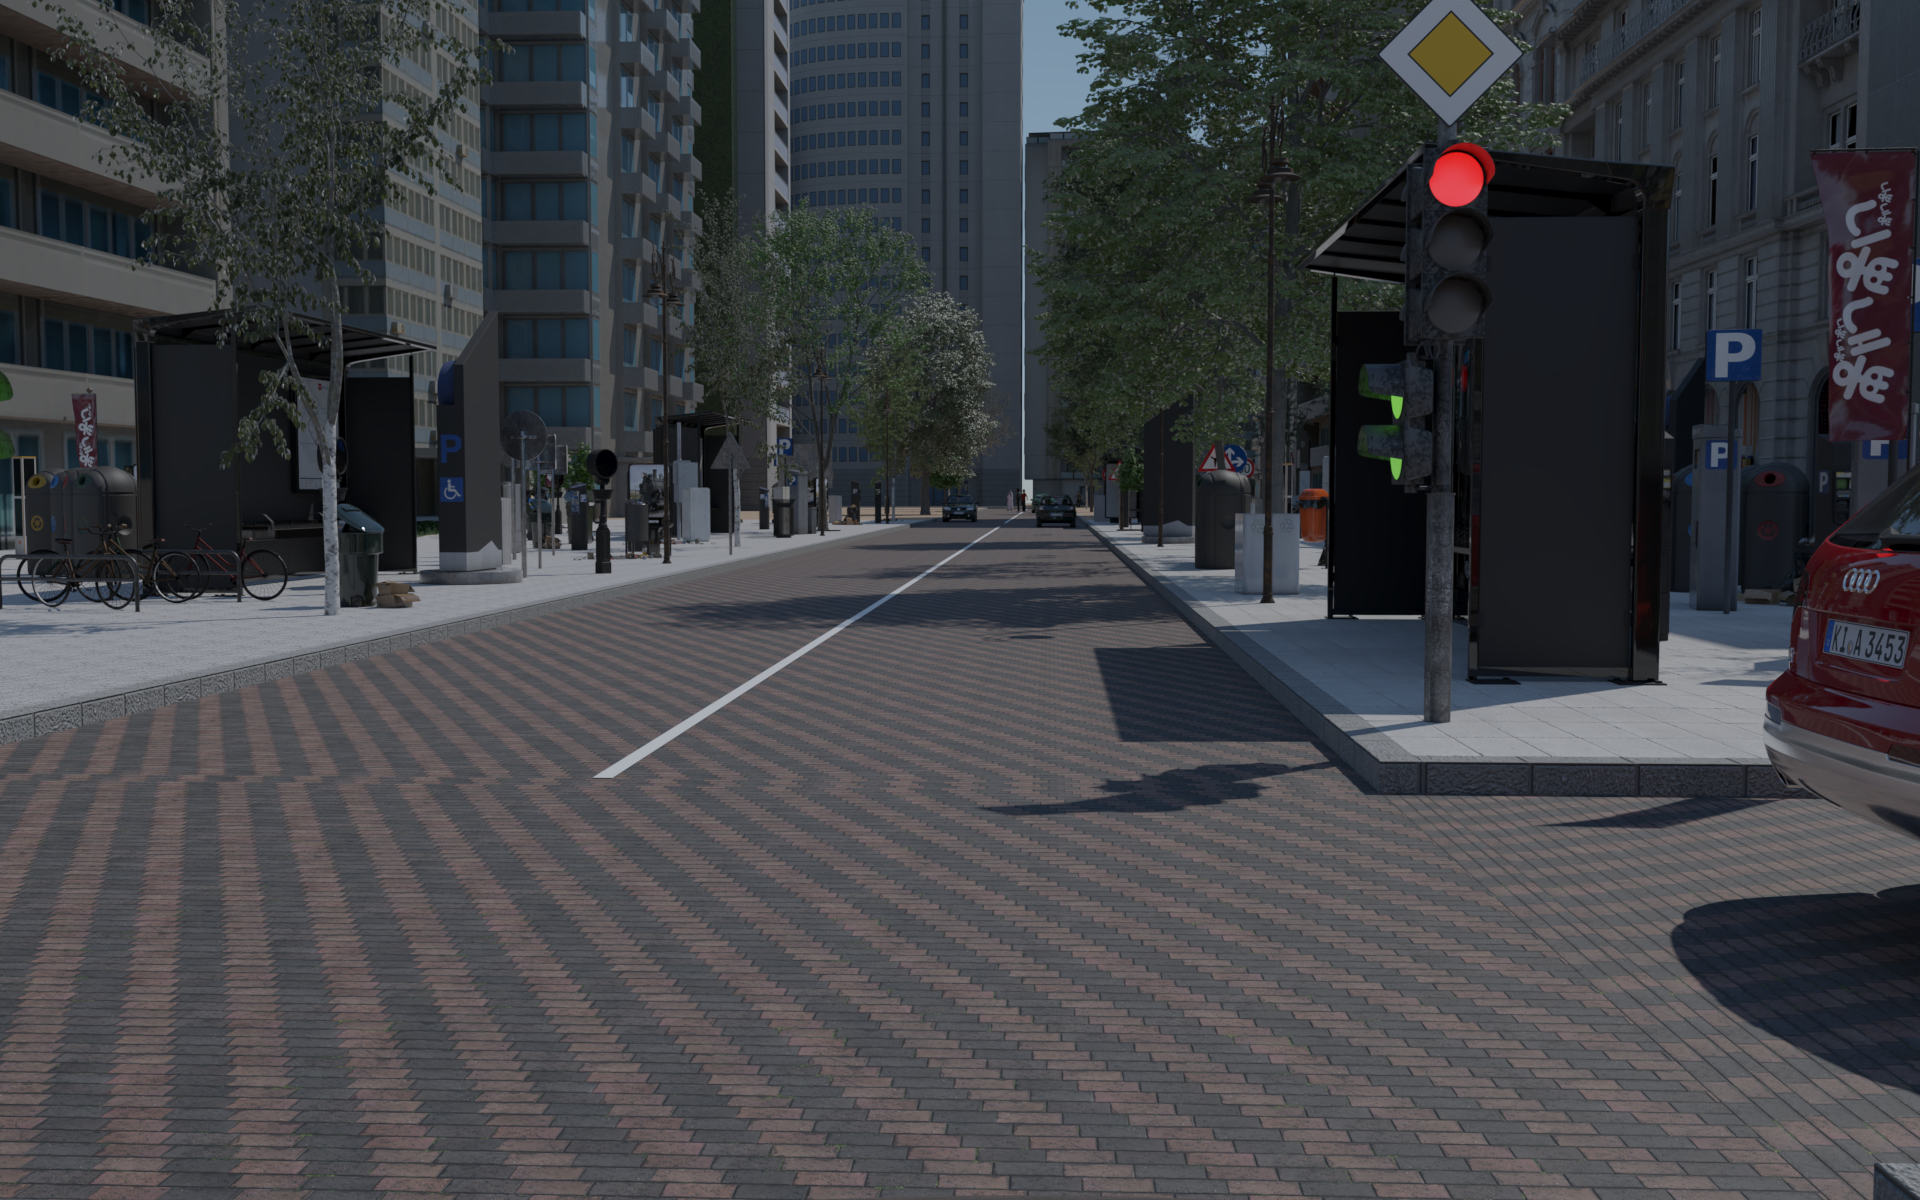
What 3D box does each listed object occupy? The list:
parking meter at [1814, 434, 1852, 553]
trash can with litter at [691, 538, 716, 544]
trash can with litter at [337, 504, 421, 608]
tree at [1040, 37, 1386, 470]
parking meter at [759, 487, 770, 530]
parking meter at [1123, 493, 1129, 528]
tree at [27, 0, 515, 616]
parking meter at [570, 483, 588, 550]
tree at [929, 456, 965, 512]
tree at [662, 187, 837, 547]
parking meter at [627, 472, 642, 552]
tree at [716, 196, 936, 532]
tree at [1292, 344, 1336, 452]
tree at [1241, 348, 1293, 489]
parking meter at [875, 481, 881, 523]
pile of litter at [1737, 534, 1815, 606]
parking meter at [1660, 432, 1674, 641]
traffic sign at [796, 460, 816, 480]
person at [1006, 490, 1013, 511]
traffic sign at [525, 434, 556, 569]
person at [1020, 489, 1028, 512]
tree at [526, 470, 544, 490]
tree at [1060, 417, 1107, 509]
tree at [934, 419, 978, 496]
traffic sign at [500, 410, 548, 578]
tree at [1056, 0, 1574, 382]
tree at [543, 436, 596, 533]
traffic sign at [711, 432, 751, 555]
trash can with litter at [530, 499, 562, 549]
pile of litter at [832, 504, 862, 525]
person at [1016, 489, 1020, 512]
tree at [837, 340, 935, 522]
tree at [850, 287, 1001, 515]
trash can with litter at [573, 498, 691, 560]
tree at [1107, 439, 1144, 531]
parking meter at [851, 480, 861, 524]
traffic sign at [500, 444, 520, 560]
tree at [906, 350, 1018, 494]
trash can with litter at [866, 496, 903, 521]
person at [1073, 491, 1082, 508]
[{"bbox_3d":[8.466,-0.674,16.736,0.255,1.863,0.399,0,4,1],"label":"parking meter"},{"bbox_3d":[-7.397,-2.038,44.381,2.233,1.210,1.678,0,4,4],"label":"trash can with litter"},{"bbox_3d":[-6.655,-0.511,19.744,1.055,1.170,0.624,1,4,18],"label":"trash can with litter"},{"bbox_3d":[5.151,-6.180,35.462,7.601,10.594,8.767,1,4,14],"label":"tree"},{"bbox_3d":[-7.079,-3.316,62.633,0.372,1.533,0.369,0,3,0],"label":"parking meter"},{"bbox_3d":[6.349,-3.715,66.449,0.255,1.863,0.399,1,4,9],"label":"parking meter"},{"bbox_3d":[-6.885,-4.140,18.053,4.360,8.622,3.978,0,3,0],"label":"tree"},{"bbox_3d":[-8.705,-1.907,39.584,0.372,1.533,0.369,0,3,0],"label":"parking meter"},{"bbox_3d":[-1.116,-8.645,125.063,4.285,4.588,4.351,0,3,0],"label":"tree"},{"bbox_3d":[-5.313,-5.590,41.763,4.360,8.622,3.978,0,3,0],"label":"tree"},{"bbox_3d":[-7.220,-2.007,38.520,0.255,1.863,0.399,-2,4,-35],"label":"parking meter"},{"bbox_3d":[-4.650,-8.184,59.565,9.928,11.665,9.643,0,3,0],"label":"tree"},{"bbox_3d":[16.971,-7.594,74.529,4.360,8.622,3.978,0,3,0],"label":"tree"},{"bbox_3d":[14.895,-8.029,81.637,4.360,8.622,3.978,0,3,0],"label":"tree"},{"bbox_3d":[-3.593,-4.295,75.941,0.255,1.863,0.399,0,4,3],"label":"parking meter"},{"bbox_3d":[9.714,-0.376,20.120,1.176,0.858,1.719,1,4,8],"label":"pile of litter"},{"bbox_3d":[6.077,-0.582,15.233,0.255,1.863,0.399,0,4,5],"label":"parking meter"},{"bbox_3d":[-5.785,-3.981,65.194,0.768,2.556,0.104,0,4,5],"label":"traffic sign"},{"bbox_3d":[4.308,-8.539,148.787,0.621,1.740,0.551,3,5,42],"label":"person"},{"bbox_3d":[-7.223,-1.688,29.733,0.606,2.300,0.079,1,4,12],"label":"traffic sign"},{"bbox_3d":[5.052,-7.912,137.800,0.705,1.831,1.348,-2,4,-33],"label":"person"},{"bbox_3d":[-15.337,-4.288,64.709,1.663,3.219,1.824,0,3,0],"label":"tree"},{"bbox_3d":[10.633,-11.998,146.524,4.737,8.622,4.395,0,3,0],"label":"tree"},{"bbox_3d":[-0.662,-11.057,131.138,4.360,8.622,3.978,0,3,0],"label":"tree"},{"bbox_3d":[-6.667,-1.610,26.428,0.768,2.556,0.104,0,4,7],"label":"traffic sign"},{"bbox_3d":[5.123,-6.579,25.688,7.486,12.596,7.792,0,3,0],"label":"tree"},{"bbox_3d":[-12.640,-3.873,57.918,1.663,3.219,1.824,0,3,0],"label":"tree"},{"bbox_3d":[-4.827,-2.226,36.392,0.884,2.594,0.081,1,4,13],"label":"traffic sign"},{"bbox_3d":[-9.668,-1.793,40.696,0.624,1.170,1.055,-3,5,-41],"label":"trash can with litter"},{"bbox_3d":[-4.689,-3.550,72.013,1.176,0.858,1.719,-1,4,-20],"label":"pile of litter"},{"bbox_3d":[4.507,-7.761,135.022,0.705,1.869,1.348,0,4,3],"label":"person"},{"bbox_3d":[-3.314,-7.931,80.036,4.737,8.622,4.395,0,3,0],"label":"tree"},{"bbox_3d":[-2.100,-12.277,107.382,9.857,13.997,8.962,0,3,0],"label":"tree"},{"bbox_3d":[-6.809,-1.427,34.397,2.233,1.210,1.678,-3,5,-43],"label":"trash can with litter"},{"bbox_3d":[5.986,-4.023,60.373,1.663,3.219,1.824,0,3,0],"label":"tree"},{"bbox_3d":[-4.399,-4.131,73.259,0.399,1.863,0.255,0,4,6],"label":"parking meter"},{"bbox_3d":[-8.699,-2.057,33.739,0.768,2.556,0.104,1,4,9],"label":"traffic sign"},{"bbox_3d":[0.026,-14.474,147.022,12.009,13.543,11.850,0,3,0],"label":"tree"},{"bbox_3d":[-3.518,-4.343,82.063,1.678,1.210,2.233,-1,4,-9],"label":"trash can with litter"},{"bbox_3d":[11.232,-9.537,165.138,0.721,1.735,1.217,-3,5,-41],"label":"person"}]
